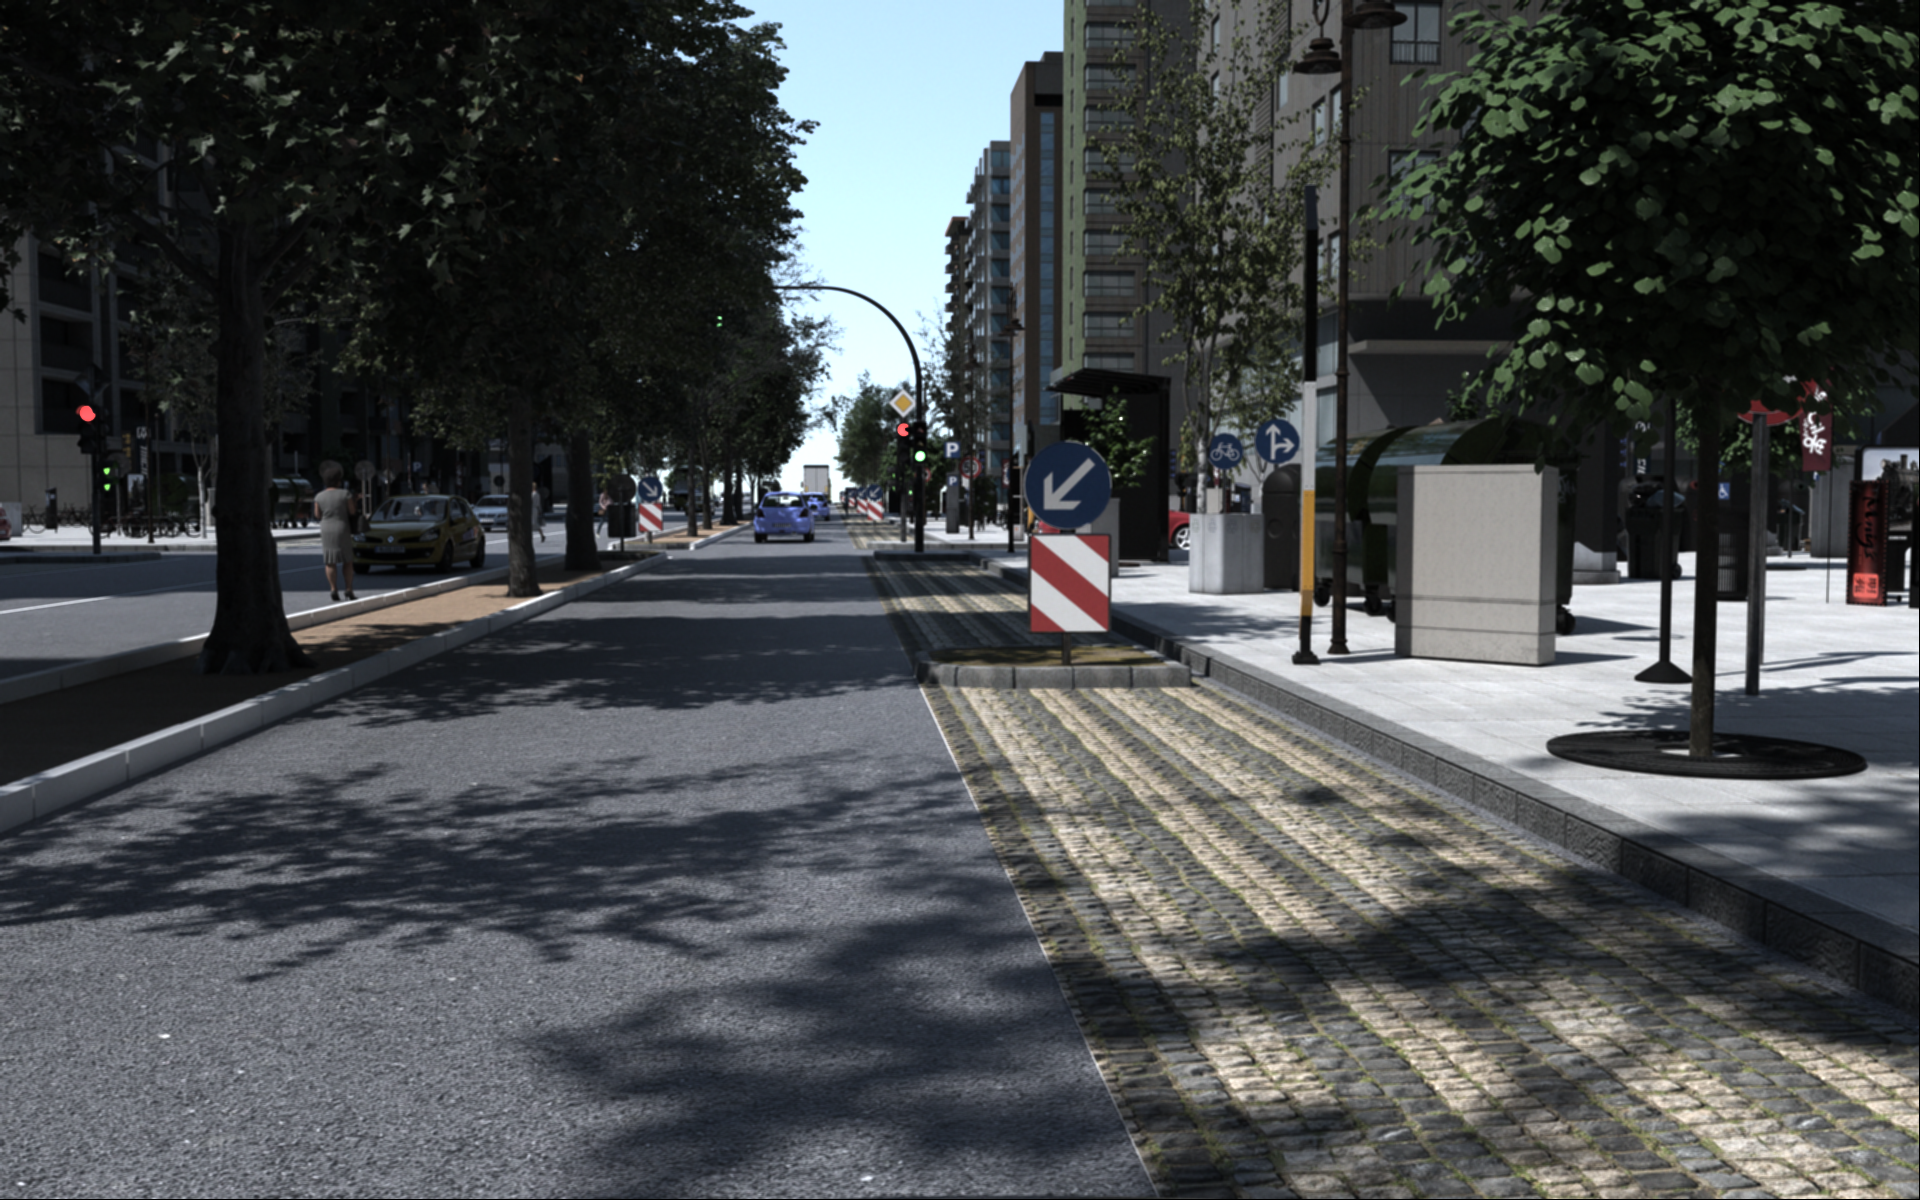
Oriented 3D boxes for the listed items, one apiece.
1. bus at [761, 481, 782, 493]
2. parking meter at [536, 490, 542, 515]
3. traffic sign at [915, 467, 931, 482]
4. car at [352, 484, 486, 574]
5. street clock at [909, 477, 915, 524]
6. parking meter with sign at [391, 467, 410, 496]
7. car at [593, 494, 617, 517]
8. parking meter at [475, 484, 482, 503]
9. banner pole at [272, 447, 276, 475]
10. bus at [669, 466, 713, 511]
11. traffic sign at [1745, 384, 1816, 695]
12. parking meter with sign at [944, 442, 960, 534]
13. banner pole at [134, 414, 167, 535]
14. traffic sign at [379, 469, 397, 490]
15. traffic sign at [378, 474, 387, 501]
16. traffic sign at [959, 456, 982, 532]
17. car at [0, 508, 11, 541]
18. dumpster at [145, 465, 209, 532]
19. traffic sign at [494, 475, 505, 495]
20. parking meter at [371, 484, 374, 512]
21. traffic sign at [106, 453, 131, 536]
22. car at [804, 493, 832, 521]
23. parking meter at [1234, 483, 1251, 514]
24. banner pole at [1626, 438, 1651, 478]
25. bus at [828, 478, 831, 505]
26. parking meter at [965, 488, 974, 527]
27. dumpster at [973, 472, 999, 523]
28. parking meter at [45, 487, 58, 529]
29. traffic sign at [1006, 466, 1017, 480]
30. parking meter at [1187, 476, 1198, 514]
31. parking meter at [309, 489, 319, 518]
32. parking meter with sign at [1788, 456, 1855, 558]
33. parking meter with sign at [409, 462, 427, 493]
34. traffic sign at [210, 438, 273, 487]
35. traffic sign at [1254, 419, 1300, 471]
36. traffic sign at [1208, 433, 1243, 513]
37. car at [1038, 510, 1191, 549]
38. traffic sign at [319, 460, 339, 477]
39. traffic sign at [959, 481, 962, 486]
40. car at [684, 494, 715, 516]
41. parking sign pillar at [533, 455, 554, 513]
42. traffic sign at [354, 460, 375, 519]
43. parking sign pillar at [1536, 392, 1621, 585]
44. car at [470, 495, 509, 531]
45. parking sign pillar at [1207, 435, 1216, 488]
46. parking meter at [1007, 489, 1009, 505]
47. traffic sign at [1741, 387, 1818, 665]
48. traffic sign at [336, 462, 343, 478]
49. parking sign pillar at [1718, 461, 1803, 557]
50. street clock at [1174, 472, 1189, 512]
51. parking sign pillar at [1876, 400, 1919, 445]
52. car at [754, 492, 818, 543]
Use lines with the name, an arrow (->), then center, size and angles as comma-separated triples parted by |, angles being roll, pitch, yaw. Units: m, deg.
bus -> -25.825, -14.769, 236.334 | 2.948, 3.499, 13.247 | 0, 4, -6
parking meter -> -25.256, -5.835, 103.808 | 0.372, 1.533, 0.369 | 0, 3, 0
traffic sign -> -1.713, -4.893, 80.099 | 0.768, 2.556, 0.104 | 0, 4, -1
car -> -10.131, -1.360, 32.456 | 2.015, 1.641, 3.980 | 0, 4, -2
street clock -> -2.085, -4.315, 75.128 | 0.358, 2.002, 0.471 | 0, 4, -4
parking meter with sign -> -35.229, -6.970, 110.224 | 1.738, 3.016, 0.543 | -1, 4, -14
car -> -19.596, -5.027, 93.988 | 2.131, 1.459, 4.920 | 0, 4, -6
parking meter -> -26.858, -5.562, 96.652 | 0.255, 1.863, 0.399 | 0, 4, 4
banner pole -> -36.722, -6.288, 92.829 | 0.401, 3.779, 0.863 | -2, 4, -29
bus -> -23.568, -9.870, 152.928 | 2.896, 3.916, 12.252 | 0, 4, -4
traffic sign -> 5.063, -0.666, 10.993 | 0.768, 2.556, 0.104 | 0, 4, 4
parking meter with sign -> -0.255, -3.705, 56.840 | 0.543, 3.016, 1.738 | 0, 3, 0
banner pole -> -25.205, -3.909, 53.928 | 0.863, 3.779, 0.401 | -1, 4, -19
traffic sign -> -25.365, -4.625, 76.808 | 0.795, 2.450, 0.064 | 0, 4, 0
traffic sign -> -29.133, -5.225, 87.563 | 0.606, 2.300, 0.079 | 0, 4, 4
traffic sign -> 0.340, -3.536, 57.913 | 0.768, 2.556, 0.104 | 0, 4, 0
car -> -25.394, -1.999, 41.723 | 4.494, 1.783, 2.155 | 0, 4, -4
dumpster -> -26.559, -3.435, 58.657 | 1.502, 2.255, 1.985 | 0, 4, -4
traffic sign -> -31.372, -7.206, 117.928 | 0.768, 2.556, 0.104 | 0, 4, 1
parking meter -> -34.142, -5.783, 100.268 | 0.399, 1.863, 0.255 | 3, 5, 43
traffic sign -> -25.879, -3.250, 53.244 | 0.768, 2.556, 0.104 | 0, 4, -3
car -> -7.780, -5.044, 92.061 | 1.945, 1.707, 3.694 | 0, 4, -3
parking meter -> 6.417, -1.891, 39.324 | 0.372, 1.533, 0.369 | 0, 3, 0
banner pole -> 19.308, -3.638, 49.490 | 0.863, 3.779, 0.401 | 1, 4, 21
bus -> -18.685, -14.749, 232.692 | 2.896, 3.916, 12.252 | 0, 4, -5
parking meter -> 0.377, -3.636, 67.860 | 0.372, 1.533, 0.369 | 0, 3, 0
dumpster -> 0.884, -4.464, 75.484 | 1.502, 2.255, 1.985 | 0, 4, -4
parking meter -> -33.127, -3.347, 63.142 | 0.372, 1.533, 0.369 | 0, 3, 0
traffic sign -> 2.477, -4.807, 78.702 | 0.768, 2.556, 0.104 | 0, 4, 4
parking meter -> 7.701, -3.158, 57.339 | 0.255, 1.863, 0.399 | -1, 4, -22
parking meter -> -32.452, -4.820, 87.222 | 0.372, 1.533, 0.369 | 0, 3, 0
parking meter with sign -> 17.511, -2.350, 34.677 | 1.738, 3.016, 0.543 | 0, 4, 5
parking meter with sign -> -28.949, -5.921, 93.073 | 0.543, 3.016, 1.738 | -2, 4, -31
traffic sign -> -25.818, -4.181, 62.229 | 2.265, 3.308, 0.079 | 0, 4, 3
traffic sign -> 5.371, -1.794, 29.431 | 0.768, 2.556, 0.104 | 0, 4, 5
traffic sign -> 5.540, -2.214, 36.306 | 0.768, 2.556, 0.104 | 0, 4, -1
car -> 4.188, -2.082, 43.088 | 4.494, 1.783, 2.155 | 0, 4, -5
traffic sign -> -23.451, -3.932, 64.390 | 0.768, 2.556, 0.104 | 0, 4, 1
traffic sign -> 0.133, -6.893, 112.703 | 0.884, 2.594, 0.081 | 0, 4, 4
car -> -17.460, -6.483, 116.224 | 2.015, 1.641, 3.980 | 0, 4, -3
parking sign pillar -> -28.548, -7.953, 118.507 | 1.447, 3.967, 1.447 | 0, 4, -3
traffic sign -> -22.412, -3.983, 65.220 | 0.768, 2.556, 0.104 | 0, 4, -1
parking sign pillar -> 8.810, -2.234, 25.004 | 1.447, 3.967, 1.447 | -3, 5, -41
car -> -17.640, -3.322, 66.323 | 2.014, 1.417, 4.499 | 0, 4, -3
parking sign pillar -> 11.303, -5.516, 78.651 | 1.447, 3.967, 1.447 | 1, 4, 16
parking meter -> 3.054, -6.018, 104.097 | 0.399, 1.863, 0.255 | 1, 4, 8
traffic sign -> 5.987, -0.784, 12.924 | 0.768, 2.556, 0.104 | 0, 4, 1
traffic sign -> -24.561, -4.147, 67.909 | 0.768, 2.556, 0.104 | 0, 4, 0
parking sign pillar -> 16.410, -2.912, 36.088 | 1.447, 3.967, 1.447 | -1, 4, -21
street clock -> 7.406, -3.257, 57.827 | 0.471, 2.002, 0.358 | -2, 4, -32
parking sign pillar -> 26.941, -3.755, 49.869 | 1.447, 3.967, 1.447 | -1, 4, -19
car -> -5.298, -2.623, 52.484 | 1.945, 1.707, 3.694 | 0, 4, -3
